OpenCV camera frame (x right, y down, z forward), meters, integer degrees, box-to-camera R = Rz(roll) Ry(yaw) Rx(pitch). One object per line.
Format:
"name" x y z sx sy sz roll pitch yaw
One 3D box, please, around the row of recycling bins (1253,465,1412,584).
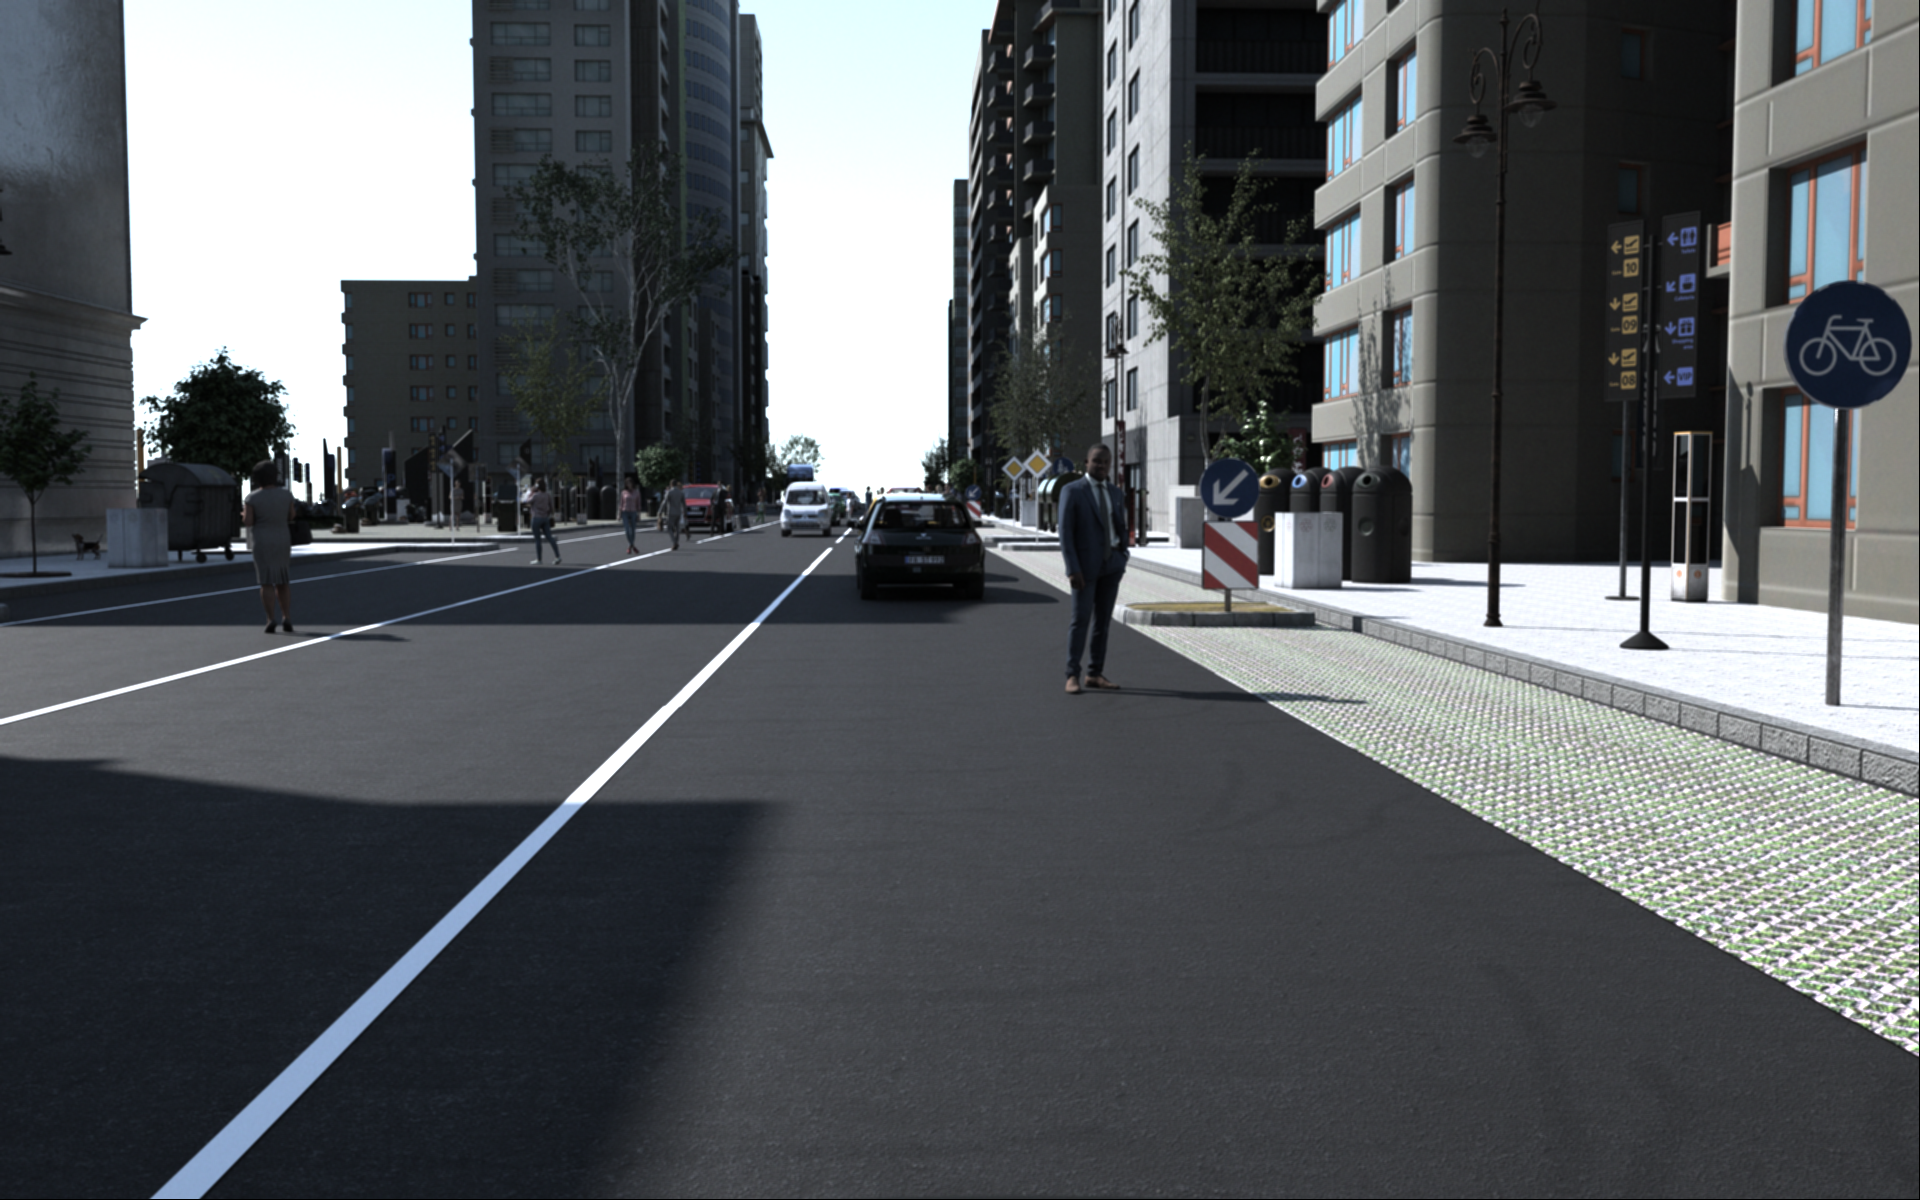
"row of recycling bins" 5.639 -1.178 26.375 1.069 1.692 3.534 -1 4 -22

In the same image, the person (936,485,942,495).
"person" -0.907 -3.719 69.496 0.526 1.800 0.537 -1 4 -9

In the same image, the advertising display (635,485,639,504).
"advertising display" -22.031 -6.799 116.379 0.974 1.923 0.123 0 4 2

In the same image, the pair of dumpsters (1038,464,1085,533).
"pair of dumpsters" 3.559 -3.360 57.426 1.574 2.255 4.437 0 4 -3

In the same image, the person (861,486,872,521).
"person" -4.434 -4.541 82.769 0.654 1.822 0.581 0 4 -2

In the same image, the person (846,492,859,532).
"person" -4.143 -3.349 65.859 0.503 1.515 0.523 2 4 30

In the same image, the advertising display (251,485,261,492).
"advertising display" -48.324 -6.972 119.200 0.974 1.923 0.123 0 4 -5

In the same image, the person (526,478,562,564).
"person" -8.476 -1.608 35.379 0.643 1.750 0.593 3 4 36

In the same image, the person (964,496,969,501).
"person" 1.011 -12.828 219.041 1.065 1.426 0.557 1 4 15

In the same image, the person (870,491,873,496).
"person" -9.044 -10.114 174.654 0.721 1.735 1.217 1 4 10

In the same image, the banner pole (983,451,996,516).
"banner pole" 1.820 -6.776 100.798 0.863 3.779 0.401 -1 4 -21

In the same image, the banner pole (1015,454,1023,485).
"banner pole" 3.397 -6.725 99.969 0.863 3.779 0.401 -3 5 -41

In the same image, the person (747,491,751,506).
"person" -21.399 -10.287 175.706 0.415 1.643 0.593 2 4 30

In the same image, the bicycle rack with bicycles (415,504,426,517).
"bicycle rack with bicycles" -26.198 -4.504 87.019 2.925 0.926 2.852 -2 4 -26

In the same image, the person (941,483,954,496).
"person" -0.435 -2.724 53.380 0.599 1.781 0.374 -1 4 -10

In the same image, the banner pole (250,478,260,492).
"banner pole" -32.368 -5.479 79.603 0.863 3.779 0.401 -2 4 -35

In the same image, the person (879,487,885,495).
"person" -2.846 -3.290 63.291 0.512 1.701 0.522 -2 4 -33

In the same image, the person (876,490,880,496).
"person" -7.179 -8.691 150.612 0.705 1.822 1.348 0 4 4

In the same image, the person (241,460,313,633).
"person" -7.091 -0.558 17.975 0.716 1.782 0.532 -3 4 -39

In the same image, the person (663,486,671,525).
"person" -13.227 -4.259 78.535 0.661 1.777 0.834 3 5 42

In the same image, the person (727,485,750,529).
"person" -9.309 -3.829 71.328 0.699 1.804 1.509 -3 4 -36

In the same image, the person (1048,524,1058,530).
"person" 3.421 -3.458 62.853 0.678 1.792 0.850 -3 5 -43

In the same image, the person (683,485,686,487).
"person" -10.878 -3.641 68.259 0.478 1.798 0.641 -1 4 -14

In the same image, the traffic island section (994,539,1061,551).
"traffic island section" 2.027 -1.364 44.585 2.009 0.180 2.903 0 4 -2

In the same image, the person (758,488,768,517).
"person" -12.555 -6.243 110.548 0.580 1.828 0.573 -3 5 -44

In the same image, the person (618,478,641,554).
"person" -7.951 -2.026 41.642 0.555 1.821 0.388 -1 4 -15

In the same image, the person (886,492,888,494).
"person" -9.679 -13.461 229.252 0.621 1.740 0.551 0 4 -5

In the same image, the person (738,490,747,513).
"person" -16.149 -7.310 128.564 0.990 1.755 0.434 3 5 43

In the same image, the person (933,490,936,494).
"person" -3.146 -13.092 220.174 1.350 1.814 0.705 1 4 20

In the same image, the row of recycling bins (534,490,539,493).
"row of recycling bins" -29.598 -7.046 122.308 1.069 1.692 3.534 0 4 4

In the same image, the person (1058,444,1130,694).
"person" 0.967 -0.247 12.715 0.721 1.800 0.419 -3 5 -39

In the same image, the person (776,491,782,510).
"person" -16.257 -8.955 155.828 0.530 1.710 0.541 -3 4 -37

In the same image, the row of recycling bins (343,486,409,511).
"row of recycling bins" -31.051 -5.188 91.938 3.534 1.692 1.069 -3 4 -37

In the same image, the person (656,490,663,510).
"person" -21.908 -7.218 125.872 0.589 1.601 0.330 -2 4 -25

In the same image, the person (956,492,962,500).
"person" -0.060 -9.174 156.706 0.551 1.740 0.621 -2 4 -29

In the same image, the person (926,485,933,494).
"person" -1.162 -3.142 60.447 0.524 1.755 0.480 -1 4 -20

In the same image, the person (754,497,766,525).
"person" -9.266 -4.130 80.272 0.590 1.304 0.306 2 4 23

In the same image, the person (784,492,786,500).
"person" -23.770 -14.119 236.749 0.599 1.838 0.709 3 4 38

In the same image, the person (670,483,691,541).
"person" -8.495 -2.683 52.716 0.624 1.780 0.694 0 4 -2

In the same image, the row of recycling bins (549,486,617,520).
"row of recycling bins" -18.606 -4.842 86.282 3.534 1.692 1.069 2 4 27

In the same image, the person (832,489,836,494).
"person" -9.120 -6.952 122.385 0.699 1.804 1.509 -2 4 -29

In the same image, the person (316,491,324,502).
"person" -75.373 -11.974 204.278 1.348 1.824 0.705 1 4 21

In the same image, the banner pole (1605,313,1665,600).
"banner pole" 8.264 -1.898 21.049 0.863 3.779 0.401 -2 4 -26

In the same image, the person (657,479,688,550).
"person" -7.394 -2.203 44.643 0.709 1.813 0.853 -3 5 -41

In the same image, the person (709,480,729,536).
"person" -8.175 -3.112 58.749 0.648 1.900 0.474 0 4 -5

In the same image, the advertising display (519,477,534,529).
"advertising display" -16.121 -3.621 64.413 0.123 1.923 0.974 -3 5 -41

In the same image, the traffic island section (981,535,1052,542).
"traffic island section" 1.684 -1.852 52.562 2.009 0.180 2.903 0 4 -2

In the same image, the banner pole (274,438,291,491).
"banner pole" -28.468 -5.071 72.923 0.863 3.779 0.401 -3 4 -36

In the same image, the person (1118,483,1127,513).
"person" 5.539 -3.303 60.147 0.778 1.811 0.616 0 4 -4

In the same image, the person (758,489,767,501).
"person" -14.565 -7.265 127.270 0.794 1.824 0.713 0 4 1

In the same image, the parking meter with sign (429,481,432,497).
"parking meter with sign" -32.333 -6.637 104.775 1.738 3.016 0.543 0 4 -7

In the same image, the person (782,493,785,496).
"person" -25.773 -15.270 255.334 1.348 1.869 0.705 2 4 28
